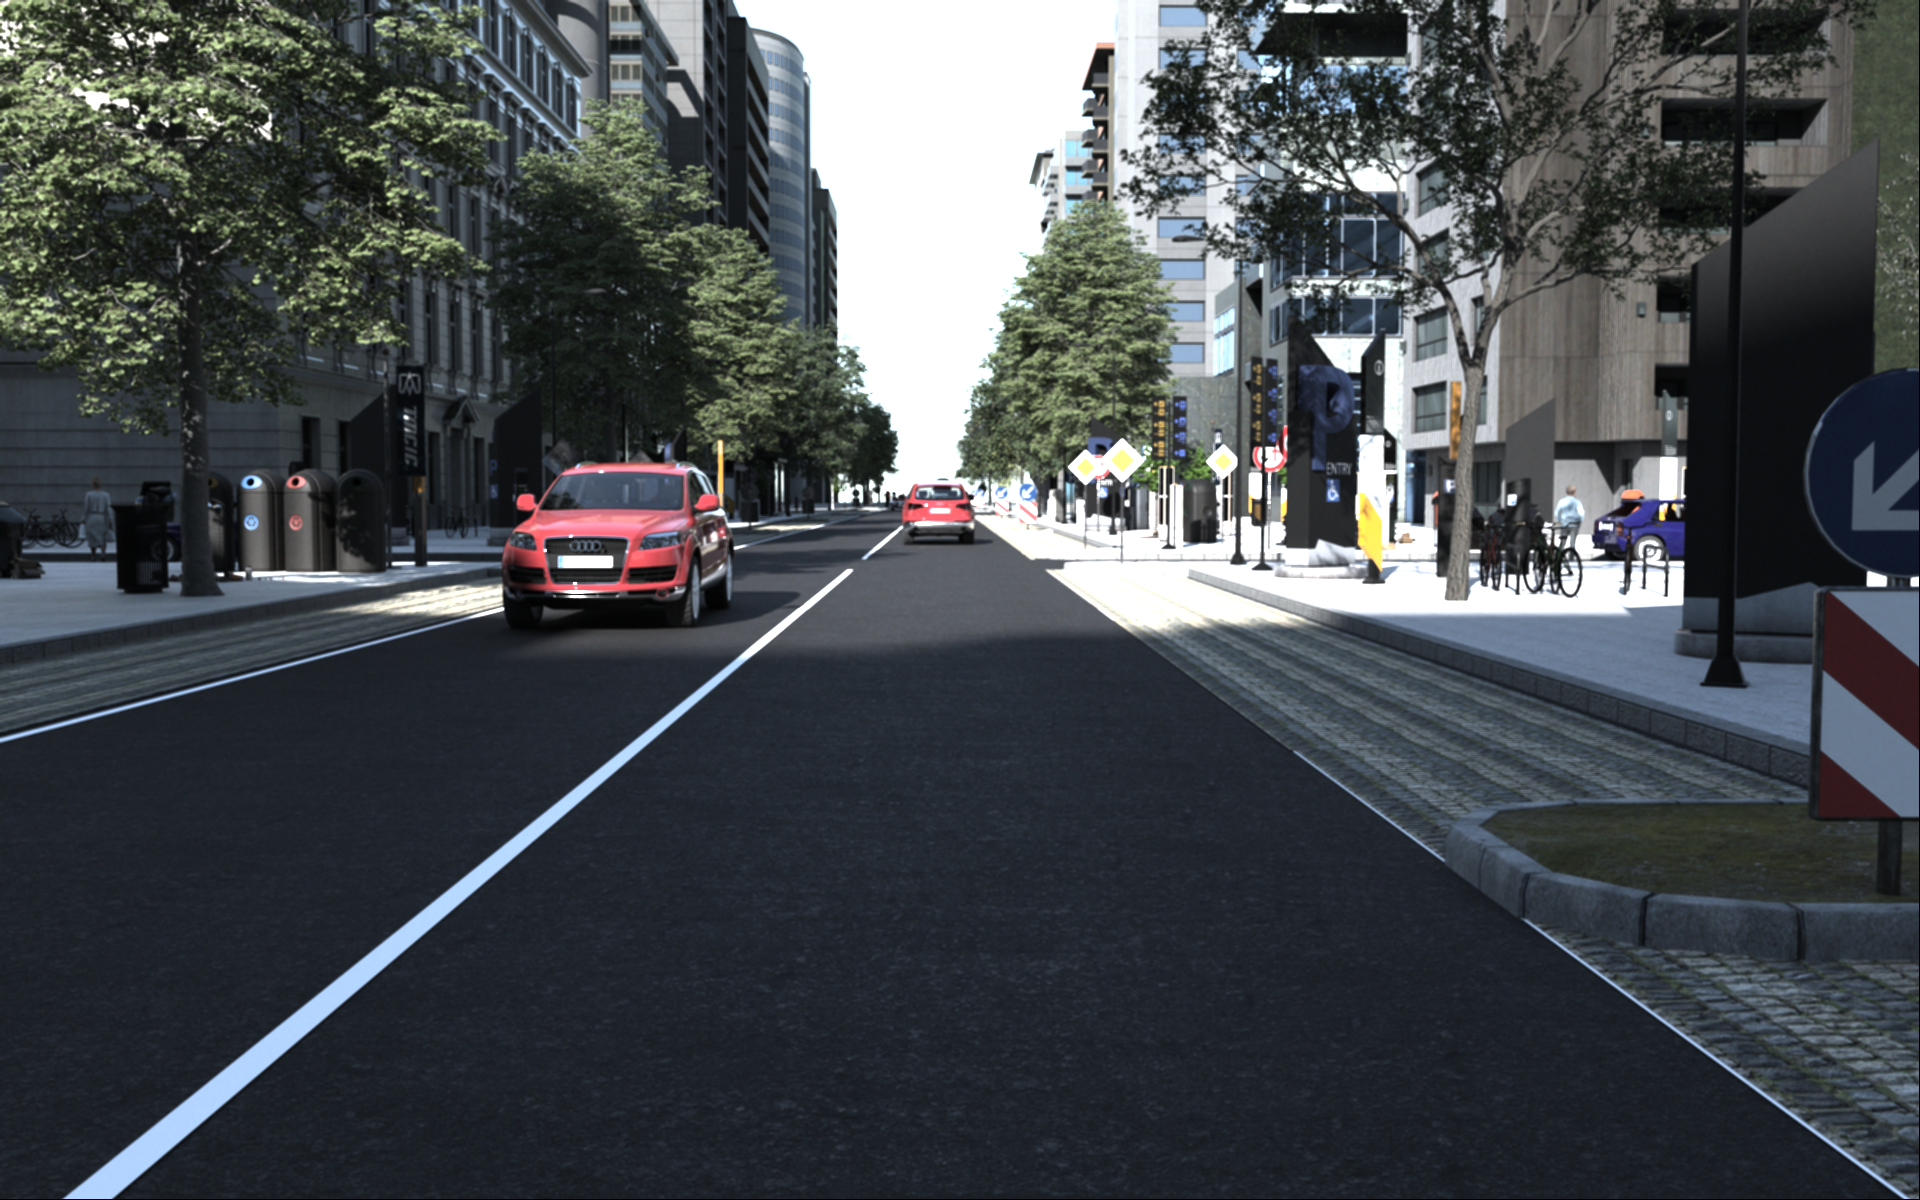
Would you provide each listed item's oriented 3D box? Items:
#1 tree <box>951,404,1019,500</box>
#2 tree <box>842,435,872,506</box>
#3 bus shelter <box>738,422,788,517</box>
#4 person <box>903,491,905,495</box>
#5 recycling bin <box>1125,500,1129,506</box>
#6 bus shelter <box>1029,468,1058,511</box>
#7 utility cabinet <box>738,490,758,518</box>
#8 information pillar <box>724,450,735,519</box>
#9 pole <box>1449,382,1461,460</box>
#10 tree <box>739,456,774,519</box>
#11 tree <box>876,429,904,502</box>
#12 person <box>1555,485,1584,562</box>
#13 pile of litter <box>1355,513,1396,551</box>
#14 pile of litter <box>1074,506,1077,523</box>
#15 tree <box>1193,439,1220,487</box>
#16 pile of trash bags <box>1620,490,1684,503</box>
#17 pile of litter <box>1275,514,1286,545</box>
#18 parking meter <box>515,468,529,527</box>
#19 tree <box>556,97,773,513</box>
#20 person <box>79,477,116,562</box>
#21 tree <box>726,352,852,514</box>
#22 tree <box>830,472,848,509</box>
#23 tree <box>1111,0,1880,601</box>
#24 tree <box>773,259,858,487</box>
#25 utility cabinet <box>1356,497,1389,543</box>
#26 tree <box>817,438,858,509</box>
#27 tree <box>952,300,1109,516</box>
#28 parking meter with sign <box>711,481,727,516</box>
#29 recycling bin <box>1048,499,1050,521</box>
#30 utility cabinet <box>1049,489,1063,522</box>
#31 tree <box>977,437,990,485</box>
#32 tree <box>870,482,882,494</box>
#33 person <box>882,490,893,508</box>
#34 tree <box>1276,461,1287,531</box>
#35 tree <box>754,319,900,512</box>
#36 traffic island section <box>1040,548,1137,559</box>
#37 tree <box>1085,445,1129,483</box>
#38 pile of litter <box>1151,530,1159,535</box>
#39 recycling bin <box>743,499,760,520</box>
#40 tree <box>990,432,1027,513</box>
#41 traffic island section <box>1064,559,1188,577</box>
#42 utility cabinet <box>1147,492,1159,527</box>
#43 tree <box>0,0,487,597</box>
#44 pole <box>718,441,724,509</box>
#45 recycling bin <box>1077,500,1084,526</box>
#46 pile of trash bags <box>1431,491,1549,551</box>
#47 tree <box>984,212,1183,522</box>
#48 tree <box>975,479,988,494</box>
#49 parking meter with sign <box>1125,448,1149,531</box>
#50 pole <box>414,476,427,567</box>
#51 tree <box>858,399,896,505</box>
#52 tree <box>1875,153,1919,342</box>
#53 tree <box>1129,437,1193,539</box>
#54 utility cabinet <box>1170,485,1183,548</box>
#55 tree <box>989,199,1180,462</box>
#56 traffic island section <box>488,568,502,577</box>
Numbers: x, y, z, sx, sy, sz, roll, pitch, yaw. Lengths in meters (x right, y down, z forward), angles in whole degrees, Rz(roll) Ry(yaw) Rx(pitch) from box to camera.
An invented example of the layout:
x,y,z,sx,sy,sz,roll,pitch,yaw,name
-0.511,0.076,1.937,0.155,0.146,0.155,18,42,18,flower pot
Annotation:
x,y,z,sx,sy,sz,roll,pitch,yaw,name
4.119,-16.459,179.467,12.009,13.543,11.850,0,3,0,tree
-11.730,-14.625,189.483,4.737,8.622,4.395,0,3,0,tree
-11.330,-7.429,99.089,2.179,5.291,8.768,0,4,-1,bus shelter
-8.506,-15.643,263.900,0.705,1.869,1.348,1,4,16,person
6.906,-3.481,69.468,0.722,1.027,0.722,-2,4,-25,recycling bin
5.357,-7.186,111.417,2.014,3.302,5.546,0,4,0,bus shelter
-11.321,-5.131,92.574,1.173,1.500,0.318,3,4,36,utility cabinet
-11.708,-5.904,87.891,0.504,3.616,0.183,0,4,-3,information pillar
8.991,-2.303,31.502,0.158,3.312,0.155,0,3,0,pole
-10.450,-5.770,88.936,1.663,3.219,1.824,0,3,0,tree
-12.528,-20.925,267.874,9.928,11.665,9.643,0,3,0,tree
12.028,-1.458,34.155,0.330,1.601,0.589,-3,5,-43,person
9.435,-1.579,39.780,1.176,0.858,1.719,0,4,8,pile of litter
5.522,-3.788,75.897,1.176,0.858,1.719,2,4,25,pile of litter
8.508,-4.070,61.152,1.663,3.219,1.824,0,3,0,tree
16.784,-1.935,41.397,3.447,1.369,1.912,-3,5,-42,pile of trash bags
8.545,-1.805,43.473,1.176,0.858,1.719,0,4,-4,pile of litter
-9.692,-1.995,38.333,0.255,1.863,0.399,-1,4,-21,parking meter
-10.059,-8.047,49.694,7.486,12.596,7.792,0,3,0,tree
-17.455,-1.598,34.981,0.694,1.780,0.624,-1,4,-18,person
-10.913,-10.717,109.637,8.767,10.594,7.601,0,4,2,tree
-10.752,-9.483,149.649,1.663,3.219,1.824,0,3,0,tree
5.895,-5.245,20.169,8.767,10.594,7.601,1,4,8,tree
-9.830,-9.490,73.292,7.486,12.596,7.792,0,3,0,tree
9.767,-1.859,41.554,1.020,1.237,0.306,1,4,14,utility cabinet
-10.648,-11.916,145.187,4.360,8.622,3.978,0,3,0,tree
4.677,-11.279,101.419,9.611,12.733,9.660,0,3,0,tree
-14.417,-6.528,102.999,0.543,3.016,1.738,-3,5,-43,parking meter with sign
4.601,-4.249,82.028,0.722,1.027,0.722,1,4,21,recycling bin
4.403,-4.248,78.140,0.318,1.500,1.173,2,4,28,utility cabinet
3.975,-12.575,155.956,4.737,8.622,4.395,0,3,0,tree
-11.960,-15.655,250.552,1.663,3.219,1.824,0,3,0,tree
-7.236,-10.013,172.175,1.348,1.831,0.705,2,4,24,person
11.773,-4.019,60.312,1.663,3.219,1.824,0,3,0,tree
-11.068,-13.450,126.559,9.857,13.997,8.962,0,3,0,tree
2.861,-1.041,39.299,2.009,0.180,2.903,0,4,-1,traffic island section
7.462,-6.452,89.211,4.285,4.588,4.351,0,3,0,tree
6.507,-2.425,53.618,1.176,0.858,1.719,0,4,6,pile of litter
-10.476,-4.548,86.906,0.722,1.027,0.722,-1,4,-21,recycling bin
4.975,-11.654,140.899,4.737,8.622,4.395,0,3,0,tree
2.943,-0.552,31.314,2.009,0.180,2.903,0,4,-1,traffic island section
7.142,-3.597,67.487,1.173,1.500,0.318,3,4,36,utility cabinet
-9.460,-6.296,21.069,7.486,12.596,7.792,0,3,0,tree
-9.110,-4.419,66.093,0.158,3.312,0.155,0,3,0,pole
5.164,-3.505,69.865,0.722,1.027,0.722,2,4,25,recycling bin
12.132,-1.874,40.386,1.912,1.369,3.447,-1,4,-21,pile of trash bags
5.468,-10.593,79.852,9.857,13.997,8.962,0,3,0,tree
2.983,-15.493,247.913,1.663,3.219,1.824,0,3,0,tree
6.305,-3.985,61.410,0.543,3.016,1.738,2,4,34,parking meter with sign
-9.535,-2.245,30.546,0.158,3.312,0.155,0,3,0,pole
-11.013,-17.569,205.378,7.486,12.596,7.792,0,3,0,tree
15.832,-4.615,25.816,4.360,8.622,3.978,0,3,0,tree
5.560,-3.399,50.173,1.663,3.219,1.824,0,3,0,tree
5.166,-2.005,41.459,0.318,1.500,1.173,0,4,5,utility cabinet
4.842,-9.129,67.388,7.486,12.596,7.792,0,3,0,tree
-7.148,-0.546,31.215,2.009,0.180,2.903,0,4,-1,traffic island section
